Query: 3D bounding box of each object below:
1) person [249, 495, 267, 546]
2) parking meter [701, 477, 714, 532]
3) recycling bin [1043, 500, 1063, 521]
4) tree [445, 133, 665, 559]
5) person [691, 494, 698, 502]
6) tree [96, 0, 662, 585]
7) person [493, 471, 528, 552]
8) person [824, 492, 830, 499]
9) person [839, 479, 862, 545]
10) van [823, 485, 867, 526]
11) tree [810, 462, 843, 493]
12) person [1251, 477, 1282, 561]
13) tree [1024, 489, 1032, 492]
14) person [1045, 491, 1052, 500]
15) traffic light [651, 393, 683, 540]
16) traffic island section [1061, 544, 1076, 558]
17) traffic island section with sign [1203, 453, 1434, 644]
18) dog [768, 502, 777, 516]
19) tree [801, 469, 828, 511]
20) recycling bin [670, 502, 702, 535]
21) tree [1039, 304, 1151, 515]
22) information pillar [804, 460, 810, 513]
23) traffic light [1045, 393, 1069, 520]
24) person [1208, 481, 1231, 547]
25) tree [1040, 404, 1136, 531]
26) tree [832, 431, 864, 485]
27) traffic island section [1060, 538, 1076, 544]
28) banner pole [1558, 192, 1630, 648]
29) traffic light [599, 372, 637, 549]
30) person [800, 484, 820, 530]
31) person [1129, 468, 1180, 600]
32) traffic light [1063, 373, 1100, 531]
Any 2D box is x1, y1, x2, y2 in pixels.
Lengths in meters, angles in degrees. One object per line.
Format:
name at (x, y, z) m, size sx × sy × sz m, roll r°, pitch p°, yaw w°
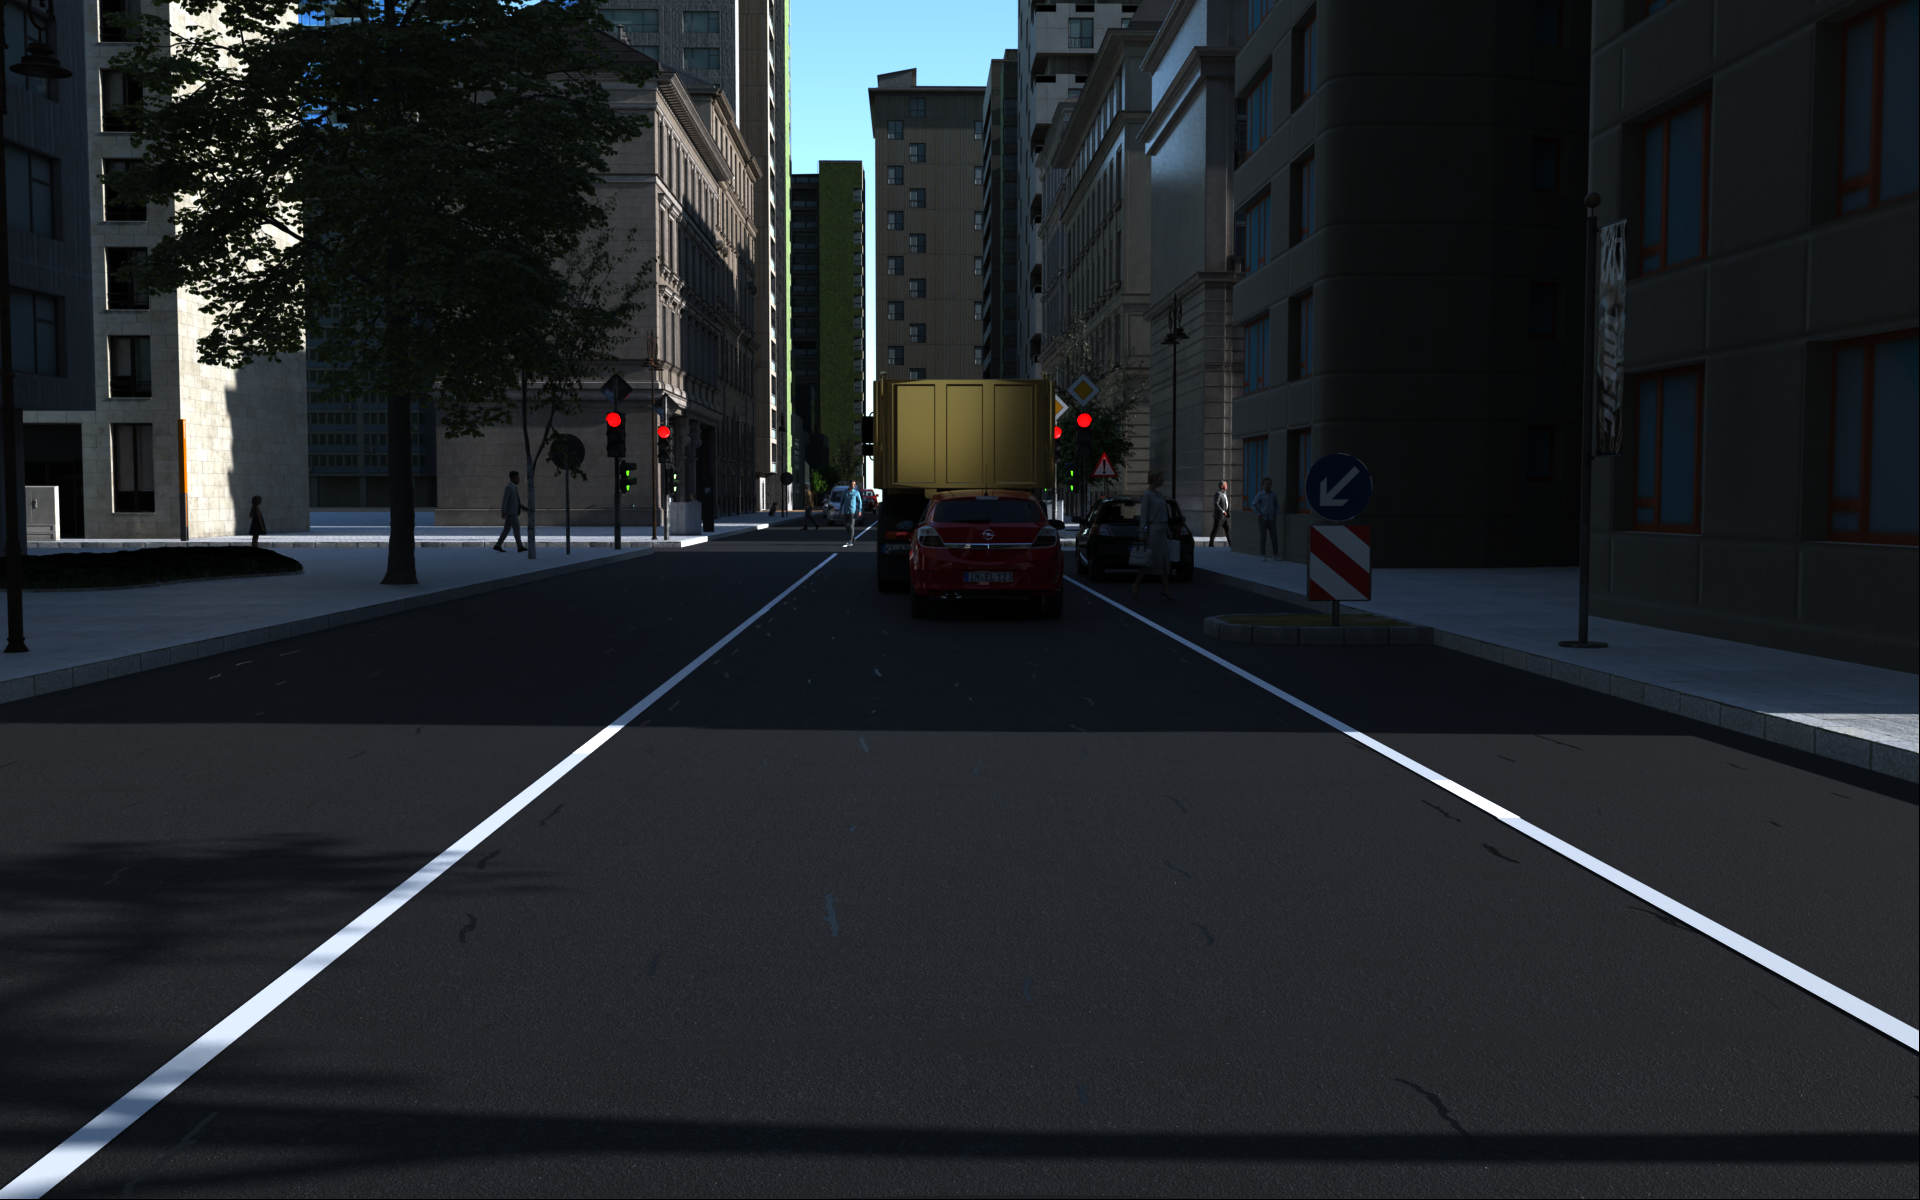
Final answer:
person at (-14.657, -1.557, 36.166) m, size 0.373 × 1.253 × 0.362 m, roll -3°, pitch 4°, yaw -36°
parking meter at (-8.528, -3.233, 58.574) m, size 0.399 × 1.863 × 0.255 m, roll 0°, pitch 4°, yaw -1°
recycling bin at (3.747, -3.507, 69.897) m, size 0.722 × 1.027 × 0.722 m, roll -1°, pitch 4°, yaw -8°
tree at (-8.231, -5.114, 33.972) m, size 4.360 × 8.622 × 3.978 m, roll 0°, pitch 3°, yaw 0°
person at (-9.445, -3.134, 61.553) m, size 0.475 × 1.303 × 0.640 m, roll 1°, pitch 4°, yaw 21°
tree at (-8.180, -6.523, 24.784) m, size 7.486 × 12.596 × 7.792 m, roll 0°, pitch 3°, yaw 0°
person at (-9.891, -1.950, 38.202) m, size 0.850 × 1.792 × 0.678 m, roll 0°, pitch 4°, yaw -5°
person at (-11.358, -8.464, 147.617) m, size 0.628 × 1.438 × 0.799 m, roll -3°, pitch 5°, yaw -43°
person at (-3.021, -2.454, 48.481) m, size 0.638 × 1.841 × 0.748 m, roll 2°, pitch 4°, yaw 24°
van at (-5.270, -4.462, 79.958) m, size 2.013 × 2.044 × 4.112 m, roll 0°, pitch 4°, yaw -2°
tree at (-13.233, -11.577, 172.994) m, size 4.285 × 4.588 × 4.351 m, roll 0°, pitch 3°, yaw 0°
person at (5.891, -1.553, 33.246) m, size 0.589 × 1.601 × 0.330 m, roll 0°, pitch 4°, yaw -4°
tree at (3.907, -7.132, 111.209) m, size 1.663 × 3.219 × 1.824 m, roll 0°, pitch 3°, yaw 0°
person at (4.725, -5.206, 91.284) m, size 0.853 × 1.813 × 0.709 m, roll 1°, pitch 4°, yaw 15°
traffic light at (-8.136, -3.614, 48.007) m, size 0.839 × 4.253 × 0.868 m, roll 0°, pitch 4°, yaw -2°
traffic island section at (2.882, -1.111, 40.452) m, size 2.009 × 0.180 × 2.903 m, roll 0°, pitch 4°, yaw -2°
traffic island section with sign at (3.519, -0.540, 17.454) m, size 1.989 × 1.847 × 2.006 m, roll 0°, pitch 4°, yaw -2°
dog at (-10.908, -5.287, 100.829) m, size 0.513 × 0.831 × 0.800 m, roll -1°, pitch 4°, yaw -10°
tree at (-11.416, -8.674, 136.429) m, size 1.663 × 3.219 × 1.824 m, roll 0°, pitch 3°, yaw 0°
recycling bin at (-8.574, -2.543, 54.139) m, size 0.722 × 1.027 × 0.722 m, roll 2°, pitch 4°, yaw 33°
tree at (5.260, -7.184, 67.814) m, size 4.360 × 8.622 × 3.978 m, roll 0°, pitch 3°, yaw 0°
information pillar at (-10.565, -7.874, 120.096) m, size 0.183 × 3.616 × 0.504 m, roll -3°, pitch 5°, yaw -45°
traffic light at (2.621, -3.633, 48.319) m, size 0.839 × 4.253 × 0.868 m, roll 0°, pitch 4°, yaw -2°
person at (6.828, -2.193, 44.750) m, size 0.834 × 1.777 × 0.661 m, roll 1°, pitch 4°, yaw 20°
tree at (4.427, -4.700, 60.555) m, size 4.285 × 4.588 × 4.351 m, roll 0°, pitch 3°, yaw 0°
tree at (-13.191, -15.319, 200.819) m, size 4.360 × 8.622 × 3.978 m, roll 0°, pitch 3°, yaw 0°
traffic island section at (2.661, -1.600, 48.434) m, size 2.009 × 0.180 × 2.903 m, roll 0°, pitch 4°, yaw -2°
banner pole at (5.270, -1.482, 14.253) m, size 0.401 × 3.779 × 0.863 m, roll 0°, pitch 4°, yaw -5°
traffic light at (-7.915, -3.126, 40.025) m, size 0.839 × 4.253 × 0.868 m, roll 0°, pitch 4°, yaw -2°
person at (-6.002, -3.712, 69.094) m, size 0.836 × 1.842 × 0.656 m, roll -1°, pitch 4°, yaw -18°
person at (2.621, -0.892, 23.438) m, size 0.694 × 1.780 × 0.624 m, roll -3°, pitch 5°, yaw -43°
traffic light at (2.841, -3.145, 40.337) m, size 0.839 × 4.253 × 0.868 m, roll 0°, pitch 4°, yaw -2°
